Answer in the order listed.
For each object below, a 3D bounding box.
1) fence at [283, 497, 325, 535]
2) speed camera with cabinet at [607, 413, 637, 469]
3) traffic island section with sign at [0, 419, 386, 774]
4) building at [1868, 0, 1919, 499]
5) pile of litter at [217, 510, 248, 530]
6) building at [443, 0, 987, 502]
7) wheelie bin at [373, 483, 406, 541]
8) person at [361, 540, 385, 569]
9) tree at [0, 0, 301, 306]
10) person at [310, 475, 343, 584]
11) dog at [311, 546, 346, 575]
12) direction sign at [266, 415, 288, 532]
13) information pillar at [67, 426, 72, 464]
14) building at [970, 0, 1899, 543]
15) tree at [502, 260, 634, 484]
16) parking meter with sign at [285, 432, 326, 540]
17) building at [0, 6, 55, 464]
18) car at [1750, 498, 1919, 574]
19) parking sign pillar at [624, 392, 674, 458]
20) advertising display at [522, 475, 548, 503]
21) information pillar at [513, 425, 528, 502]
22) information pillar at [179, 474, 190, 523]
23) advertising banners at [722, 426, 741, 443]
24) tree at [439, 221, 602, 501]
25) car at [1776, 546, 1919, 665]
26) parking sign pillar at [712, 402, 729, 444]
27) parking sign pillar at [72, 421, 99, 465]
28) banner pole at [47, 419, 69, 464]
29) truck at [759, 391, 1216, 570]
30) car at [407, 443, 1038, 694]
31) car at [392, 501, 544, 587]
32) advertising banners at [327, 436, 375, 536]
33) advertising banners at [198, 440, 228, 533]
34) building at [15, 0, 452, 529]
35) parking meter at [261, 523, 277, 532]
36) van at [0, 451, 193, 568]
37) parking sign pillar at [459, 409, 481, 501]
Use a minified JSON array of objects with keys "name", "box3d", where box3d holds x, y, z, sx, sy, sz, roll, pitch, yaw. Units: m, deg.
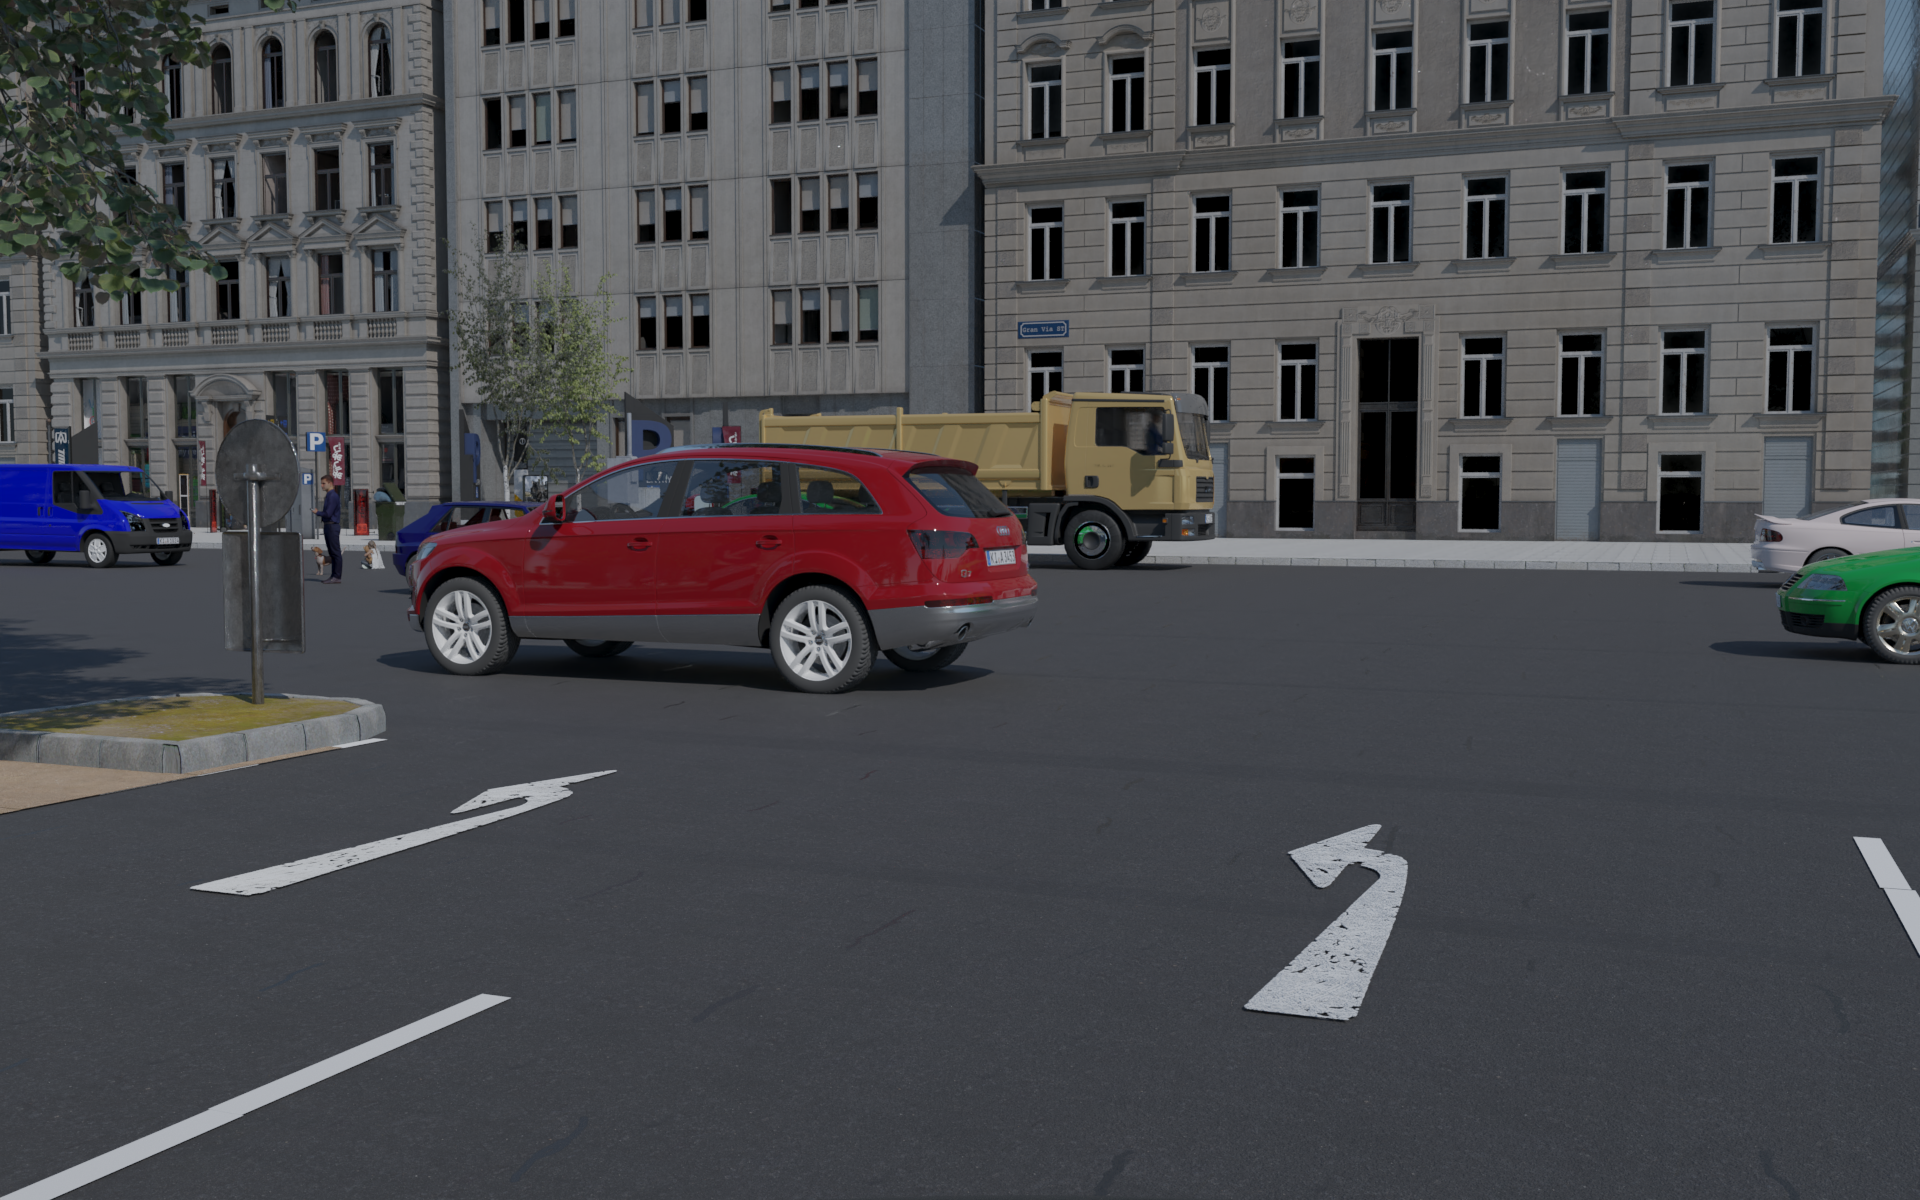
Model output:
[{"name":"fence","box3d":[-20.802,-2.610,53.878,2.264,1.192,0.480,-3,5,-41]},{"name":"speed camera with cabinet","box3d":[-8.104,-2.980,43.052,0.660,3.252,2.038,1,4,12]},{"name":"traffic island section with sign","box3d":[-4.513,-0.116,10.028,2.006,1.907,1.989,1,4,22]},{"name":"building","box3d":[39.772,-16.216,42.617,29.804,29.767,11.434,1,4,22]},{"name":"pile of litter","box3d":[-25.959,-2.923,61.763,1.719,0.858,1.176,2,4,26]},{"name":"building","box3d":[-6.474,-14.941,62.305,19.932,24.808,12.078,1,4,22]},{"name":"wheelie bin","box3d":[-15.707,-2.431,47.660,0.693,1.594,0.980,1,4,10]},{"name":"person","box3d":[-11.255,-0.870,33.206,0.357,0.543,0.381,1,4,14]},{"name":"tree","box3d":[-5.990,-5.927,6.011,9.857,13.997,8.962,0,3,0]},{"name":"person","box3d":[-10.163,-1.139,27.820,0.504,1.737,0.576,-2,4,-32]},{"name":"dog","box3d":[-11.197,-0.700,30.731,0.406,0.507,0.540,0,4,7]},{"name":"direction sign","box3d":[-19.696,-3.549,50.026,0.379,3.537,0.876,1,4,18]},{"name":"information pillar","box3d":[-30.681,-4.167,59.483,0.504,3.616,0.183,1,4,16]},{"name":"building","box3d":[14.031,-15.634,52.883,25.104,27.353,12.463,1,4,22]},{"name":"tree","box3d":[-12.044,-6.338,53.989,4.737,8.622,4.395,0,3,0]},{"name":"parking meter with sign","box3d":[-18.705,-3.245,49.318,1.738,3.016,0.543,3,5,44]},{"name":"building","box3d":[-46.008,-17.200,78.480,25.104,27.353,12.463,1,4,22]},{"name":"car","box3d":[14.542,-0.837,26.047,4.827,1.381,2.083,2,4,23]},{"name":"parking sign pillar","box3d":[-8.177,-3.509,45.836,1.447,3.967,1.447,-2,4,-24]},{"name":"advertising display","box3d":[-14.300,-3.251,58.368,0.123,1.923,0.974,3,5,40]},{"name":"information pillar","box3d":[-14.902,-4.129,58.863,0.504,3.616,0.183,1,4,10]},{"name":"information pillar","box3d":[-28.601,-3.633,63.897,0.304,2.012,0.304,-1,4,-17]},{"name":"advertising banners","box3d":[-5.086,-2.933,44.140,2.074,3.025,0.090,1,4,15]},{"name":"tree","box3d":[-12.171,-5.903,46.876,4.360,8.622,3.978,0,3,0]},{"name":"car","box3d":[9.553,-0.363,14.727,4.718,1.807,1.959,1,4,22]},{"name":"parking sign pillar","box3d":[-6.888,-3.764,50.011,1.447,3.967,1.447,-1,4,-9]},{"name":"parking sign pillar","box3d":[-32.430,-4.605,63.767,1.447,3.967,1.447,-2,4,-31]},{"name":"banner pole","box3d":[-30.175,-4.152,57.909,0.401,3.779,0.863,2,4,35]},{"name":"truck","box3d":[0.920,-2.348,34.316,9.791,3.379,3.469,1,4,20]},{"name":"car","box3d":[-2.018,-0.317,13.849,5.304,1.827,2.281,2,4,23]},{"name":"car","box3d":[-6.082,-0.743,24.737,3.894,1.354,1.945,1,4,22]},{"name":"advertising banners","box3d":[-18.397,-3.490,53.255,2.074,3.025,0.090,-3,5,-42]},{"name":"advertising banners","box3d":[-24.727,-3.739,57.320,0.090,3.025,2.074,0,4,-1]},{"name":"building","box3d":[-25.627,-14.684,68.954,19.941,23.489,11.050,1,4,22]},{"name":"parking meter","box3d":[-18.648,-2.509,46.731,0.399,1.863,0.255,1,4,20]},{"name":"van","box3d":[-17.936,-1.858,34.757,5.245,2.365,2.240,1,4,21]},{"name":"parking sign pillar","box3d":[-15.749,-4.112,55.695,1.447,3.967,1.447,0,4,-5]}]
